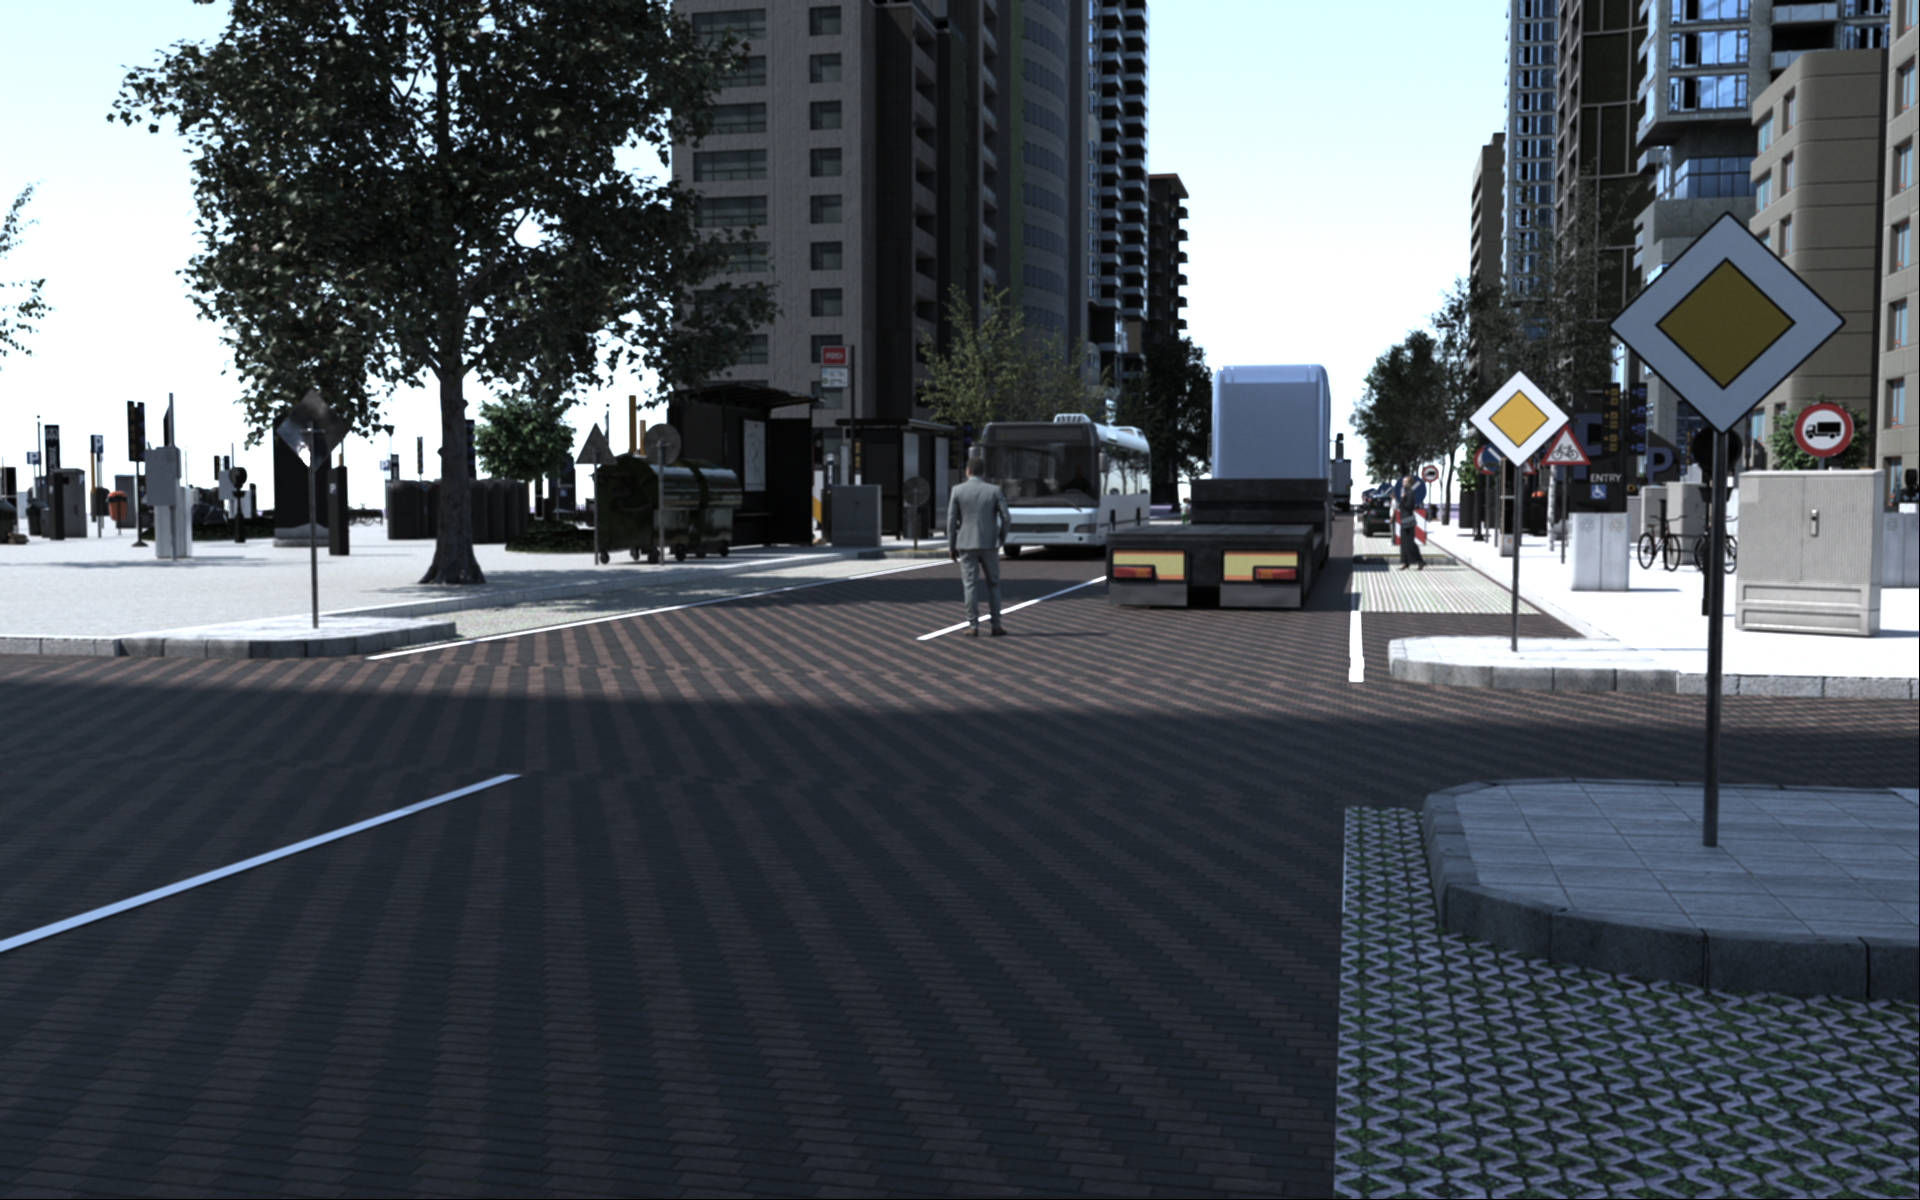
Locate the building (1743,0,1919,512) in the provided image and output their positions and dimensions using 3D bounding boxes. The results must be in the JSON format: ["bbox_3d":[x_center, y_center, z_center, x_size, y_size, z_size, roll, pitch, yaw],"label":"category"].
[{"bbox_3d":[45.184,-13.125,59.635,27.650,21.520,28.899,1,4,13],"label":"building"}]

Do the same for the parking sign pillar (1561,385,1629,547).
[{"bbox_3d":[15.415,-3.260,41.771,1.447,3.967,1.447,1,4,22],"label":"parking sign pillar"}]

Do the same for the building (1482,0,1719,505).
[{"bbox_3d":[71.789,-54.248,199.621,22.319,86.520,31.000,1,4,13],"label":"building"}]

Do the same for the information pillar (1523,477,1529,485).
[{"bbox_3d":[24.575,-4.344,75.518,0.304,2.012,0.304,2,4,35],"label":"information pillar"}]

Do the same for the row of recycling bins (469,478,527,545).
[{"bbox_3d":[-12.315,-2.357,45.642,1.069,1.692,3.534,0,4,7],"label":"row of recycling bins"}]

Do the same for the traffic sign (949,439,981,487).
[{"bbox_3d":[0.576,-4.292,64.039,2.265,3.308,0.079,1,4,17],"label":"traffic sign"}]

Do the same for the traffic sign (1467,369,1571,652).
[{"bbox_3d":[4.510,-0.636,14.039,0.795,2.450,0.064,1,4,13],"label":"traffic sign"}]

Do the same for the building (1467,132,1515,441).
[{"bbox_3d":[78.259,-36.862,226.401,21.300,48.544,21.600,1,4,13],"label":"building"}]

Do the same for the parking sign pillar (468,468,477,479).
[{"bbox_3d":[-25.074,-6.052,87.419,1.447,3.967,1.447,0,4,-7],"label":"parking sign pillar"}]

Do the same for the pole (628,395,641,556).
[{"bbox_3d":[-6.724,-2.558,35.661,0.158,3.312,0.155,0,3,0],"label":"pole"}]

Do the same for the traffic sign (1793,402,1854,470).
[{"bbox_3d":[11.935,-1.463,24.019,0.768,2.556,0.104,1,4,13],"label":"traffic sign"}]

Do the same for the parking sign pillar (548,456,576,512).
[{"bbox_3d":[-19.485,-5.889,84.764,1.447,3.967,1.447,-2,4,-27],"label":"parking sign pillar"}]

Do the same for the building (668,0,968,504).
[{"bbox_3d":[-7.885,-20.180,101.644,14.160,30.474,14.107,1,4,13],"label":"building"}]

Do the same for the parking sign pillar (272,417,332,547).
[{"bbox_3d":[-16.005,-3.285,42.179,1.447,3.967,1.447,-1,4,-10],"label":"parking sign pillar"}]

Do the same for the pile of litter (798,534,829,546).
[{"bbox_3d":[-3.912,-1.830,43.889,1.176,0.858,1.719,0,4,5],"label":"pile of litter"}]

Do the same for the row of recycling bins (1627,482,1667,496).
[{"bbox_3d":[23.360,-3.057,57.095,3.534,1.692,1.069,2,4,26],"label":"row of recycling bins"}]

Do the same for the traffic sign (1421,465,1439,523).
[{"bbox_3d":[20.661,-4.651,76.148,0.768,2.556,0.104,1,4,15],"label":"traffic sign"}]

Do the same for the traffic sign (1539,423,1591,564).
[{"bbox_3d":[11.075,-1.941,31.738,0.884,2.594,0.081,1,4,21],"label":"traffic sign"}]

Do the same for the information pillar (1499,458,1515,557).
[{"bbox_3d":[11.171,-1.882,35.255,0.304,2.012,0.304,0,4,7],"label":"information pillar"}]

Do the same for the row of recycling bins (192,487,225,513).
[{"bbox_3d":[-42.066,-5.352,94.625,3.534,1.692,1.069,-1,4,-15],"label":"row of recycling bins"}]

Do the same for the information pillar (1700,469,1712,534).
[{"bbox_3d":[16.199,-2.013,37.400,0.304,2.012,0.304,-2,4,-26],"label":"information pillar"}]

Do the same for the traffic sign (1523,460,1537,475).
[{"bbox_3d":[15.293,-2.896,47.358,0.884,2.594,0.081,1,4,13],"label":"traffic sign"}]

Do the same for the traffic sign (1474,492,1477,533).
[{"bbox_3d":[17.022,-3.494,57.123,0.884,2.594,0.081,1,4,18],"label":"traffic sign"}]

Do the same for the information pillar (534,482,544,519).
[{"bbox_3d":[-14.994,-3.497,61.675,0.304,2.012,0.304,-1,4,-16],"label":"information pillar"}]

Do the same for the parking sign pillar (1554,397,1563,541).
[{"bbox_3d":[17.076,-3.633,47.874,1.447,3.967,1.447,2,4,30],"label":"parking sign pillar"}]

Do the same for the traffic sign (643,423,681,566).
[{"bbox_3d":[-5.348,-1.890,31.001,0.768,2.556,0.104,1,4,21],"label":"traffic sign"}]

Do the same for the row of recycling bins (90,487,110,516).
[{"bbox_3d":[-50.981,-5.844,102.656,1.069,1.692,3.534,-1,4,-22],"label":"row of recycling bins"}]

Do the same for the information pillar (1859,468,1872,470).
[{"bbox_3d":[25.837,-2.750,49.455,0.304,2.012,0.304,2,4,32],"label":"information pillar"}]

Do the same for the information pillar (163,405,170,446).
[{"bbox_3d":[-20.500,-3.276,44.910,0.183,3.616,0.504,0,4,-6],"label":"information pillar"}]

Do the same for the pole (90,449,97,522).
[{"bbox_3d":[-39.595,-5.215,79.110,0.158,3.312,0.155,0,3,0],"label":"pole"}]

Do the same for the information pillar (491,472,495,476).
[{"bbox_3d":[-25.777,-6.415,96.237,0.504,3.616,0.183,-1,4,-20],"label":"information pillar"}]

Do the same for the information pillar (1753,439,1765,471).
[{"bbox_3d":[33.618,-4.992,72.973,0.183,3.616,0.504,-2,4,-26],"label":"information pillar"}]

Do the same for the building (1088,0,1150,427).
[{"bbox_3d":[11.386,-54.389,201.936,22.319,86.520,31.000,1,4,13],"label":"building"}]

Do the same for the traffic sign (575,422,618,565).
[{"bbox_3d":[-6.578,-1.914,31.293,0.884,2.594,0.081,1,4,19],"label":"traffic sign"}]

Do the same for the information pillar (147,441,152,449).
[{"bbox_3d":[-35.527,-5.178,76.012,0.183,3.616,0.504,-3,5,-40],"label":"information pillar"}]

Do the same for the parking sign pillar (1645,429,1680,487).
[{"bbox_3d":[29.027,-5.084,71.596,1.447,3.967,1.447,3,5,42],"label":"parking sign pillar"}]

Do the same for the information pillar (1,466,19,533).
[{"bbox_3d":[-25.298,-2.545,46.105,0.304,2.012,0.304,3,5,43],"label":"information pillar"}]

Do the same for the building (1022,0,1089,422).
[{"bbox_3d":[-2.353,-36.370,136.656,21.231,58.520,28.212,1,4,13],"label":"building"}]

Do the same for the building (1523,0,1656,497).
[{"bbox_3d":[55.944,-42.575,134.345,20.563,71.187,20.611,1,4,13],"label":"building"}]

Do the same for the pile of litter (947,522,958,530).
[{"bbox_3d":[-0.748,-2.949,62.184,1.719,0.858,1.176,-1,4,-9],"label":"pile of litter"}]

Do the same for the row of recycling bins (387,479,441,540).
[{"bbox_3d":[-15.634,-2.632,50.138,1.069,1.692,3.534,0,4,5],"label":"row of recycling bins"}]

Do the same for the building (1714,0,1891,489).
[{"bbox_3d":[51.496,-48.632,107.809,22.319,86.520,31.000,1,4,13],"label":"building"}]

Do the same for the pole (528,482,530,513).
[{"bbox_3d":[-23.069,-6.029,92.419,0.158,3.312,0.155,0,3,0],"label":"pole"}]

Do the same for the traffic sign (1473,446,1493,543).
[{"bbox_3d":[13.800,-2.763,45.280,0.768,2.556,0.104,1,4,19],"label":"traffic sign"}]

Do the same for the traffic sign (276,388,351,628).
[{"bbox_3d":[-6.156,-0.786,16.487,0.795,2.450,0.064,1,4,13],"label":"traffic sign"}]

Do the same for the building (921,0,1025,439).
[{"bbox_3d":[-3.886,-26.413,115.444,14.154,41.232,14.086,1,4,13],"label":"building"}]

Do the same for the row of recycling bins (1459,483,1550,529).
[{"bbox_3d":[20.360,-3.497,64.288,3.534,1.692,1.069,1,4,17],"label":"row of recycling bins"}]

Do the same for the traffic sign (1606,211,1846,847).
[{"bbox_3d":[2.733,-0.160,6.254,0.795,2.450,0.064,1,4,13],"label":"traffic sign"}]

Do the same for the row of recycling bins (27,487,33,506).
[{"bbox_3d":[-42.617,-4.520,81.008,1.069,1.692,3.534,0,4,-6],"label":"row of recycling bins"}]

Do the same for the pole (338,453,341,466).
[{"bbox_3d":[-30.921,-5.669,86.524,0.158,3.312,0.155,0,3,0],"label":"pole"}]

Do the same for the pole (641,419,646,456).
[{"bbox_3d":[-8.665,-3.276,47.402,0.158,3.312,0.155,0,3,0],"label":"pole"}]

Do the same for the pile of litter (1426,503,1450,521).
[{"bbox_3d":[22.692,-4.176,82.237,1.719,0.858,1.176,-2,4,-31],"label":"pile of litter"}]

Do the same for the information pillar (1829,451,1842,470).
[{"bbox_3d":[26.722,-3.763,52.872,0.504,3.616,0.183,-2,4,-28],"label":"information pillar"}]

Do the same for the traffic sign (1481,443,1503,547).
[{"bbox_3d":[12.902,-2.538,41.600,0.768,2.556,0.104,1,4,20],"label":"traffic sign"}]

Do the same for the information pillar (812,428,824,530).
[{"bbox_3d":[-5.061,-4.283,61.375,0.504,3.616,0.183,1,4,10],"label":"information pillar"}]

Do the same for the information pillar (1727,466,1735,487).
[{"bbox_3d":[36.906,-5.599,82.903,0.183,3.616,0.504,0,4,-4],"label":"information pillar"}]

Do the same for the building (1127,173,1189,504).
[{"bbox_3d":[18.839,-35.342,232.459,22.147,44.769,28.867,1,4,13],"label":"building"}]

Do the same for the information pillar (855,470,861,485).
[{"bbox_3d":[-4.311,-5.048,73.884,0.504,3.616,0.183,1,4,11],"label":"information pillar"}]
